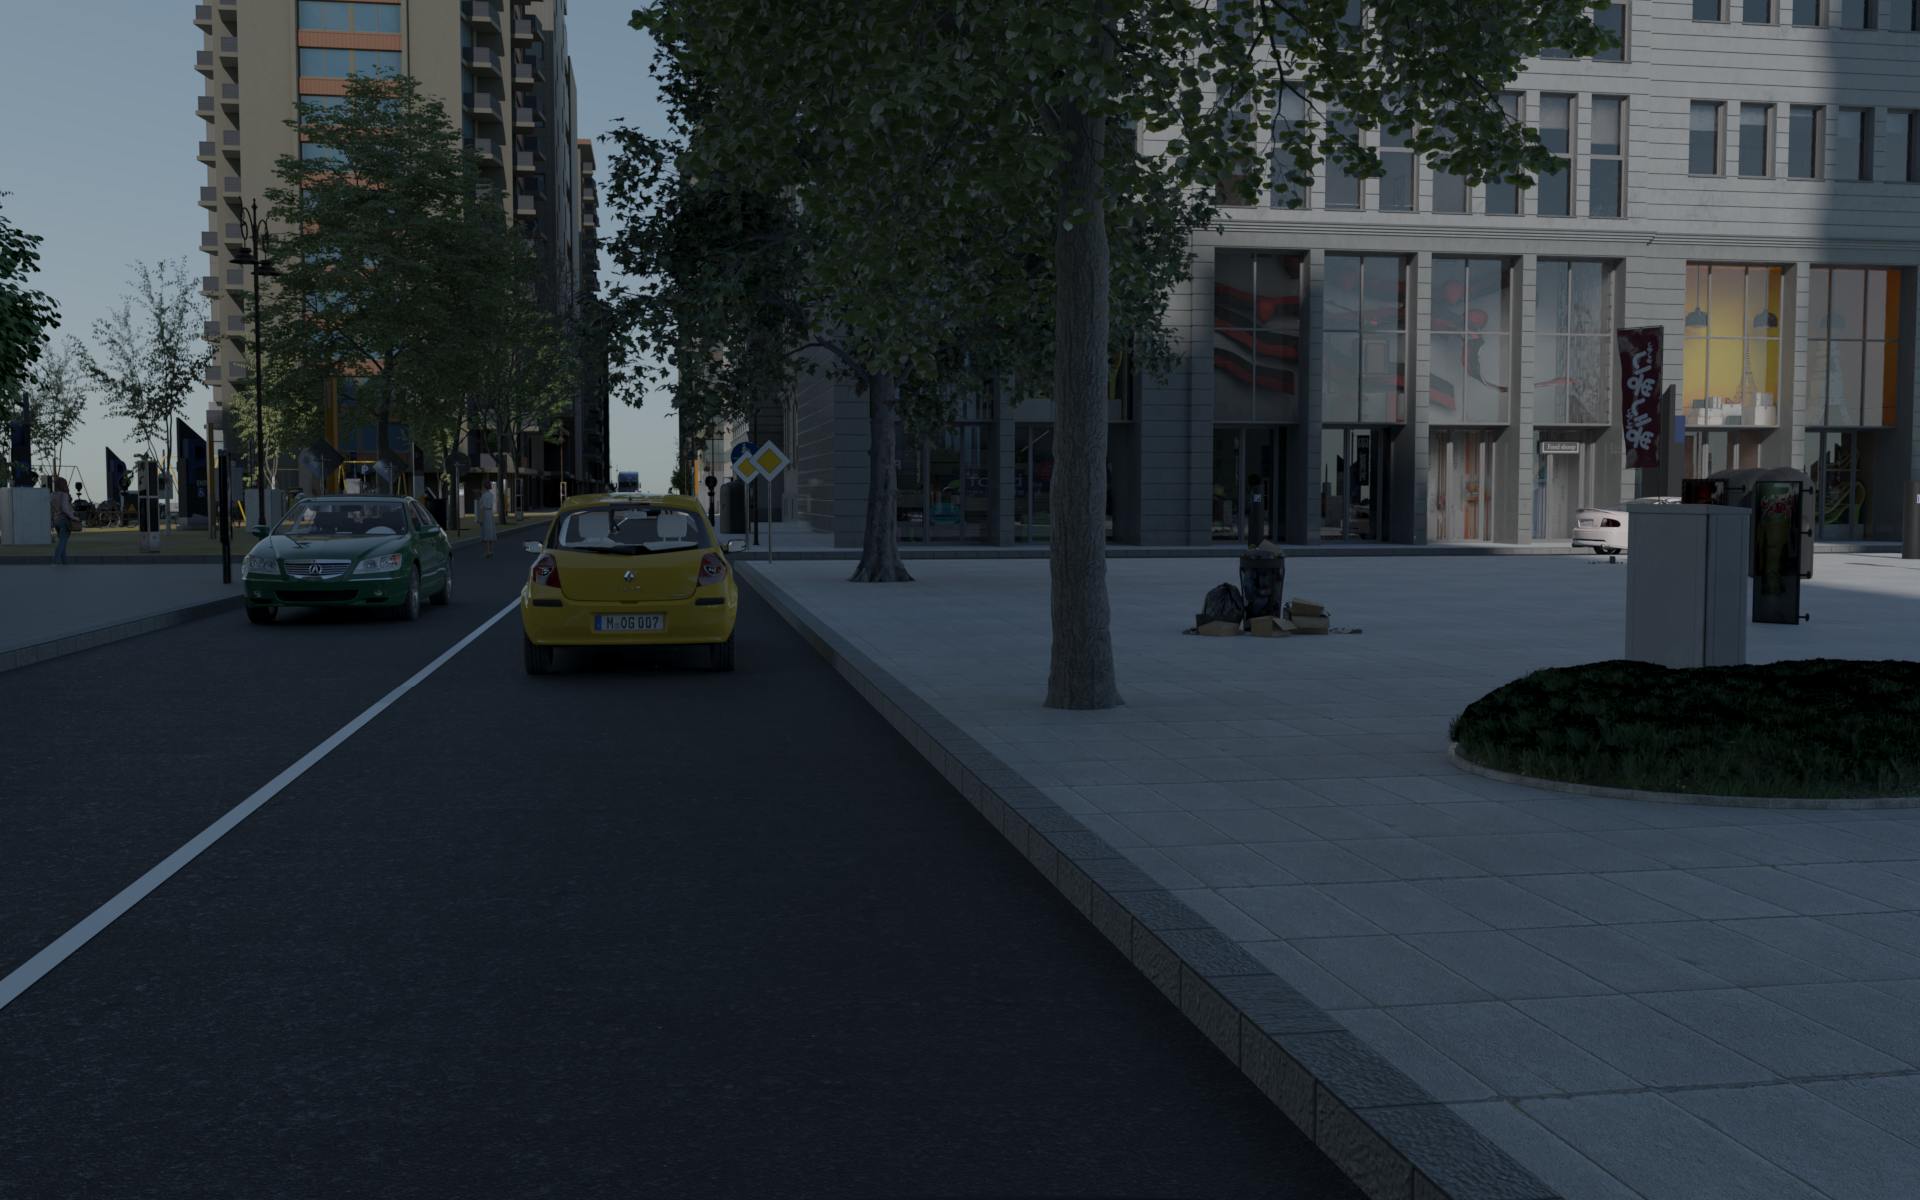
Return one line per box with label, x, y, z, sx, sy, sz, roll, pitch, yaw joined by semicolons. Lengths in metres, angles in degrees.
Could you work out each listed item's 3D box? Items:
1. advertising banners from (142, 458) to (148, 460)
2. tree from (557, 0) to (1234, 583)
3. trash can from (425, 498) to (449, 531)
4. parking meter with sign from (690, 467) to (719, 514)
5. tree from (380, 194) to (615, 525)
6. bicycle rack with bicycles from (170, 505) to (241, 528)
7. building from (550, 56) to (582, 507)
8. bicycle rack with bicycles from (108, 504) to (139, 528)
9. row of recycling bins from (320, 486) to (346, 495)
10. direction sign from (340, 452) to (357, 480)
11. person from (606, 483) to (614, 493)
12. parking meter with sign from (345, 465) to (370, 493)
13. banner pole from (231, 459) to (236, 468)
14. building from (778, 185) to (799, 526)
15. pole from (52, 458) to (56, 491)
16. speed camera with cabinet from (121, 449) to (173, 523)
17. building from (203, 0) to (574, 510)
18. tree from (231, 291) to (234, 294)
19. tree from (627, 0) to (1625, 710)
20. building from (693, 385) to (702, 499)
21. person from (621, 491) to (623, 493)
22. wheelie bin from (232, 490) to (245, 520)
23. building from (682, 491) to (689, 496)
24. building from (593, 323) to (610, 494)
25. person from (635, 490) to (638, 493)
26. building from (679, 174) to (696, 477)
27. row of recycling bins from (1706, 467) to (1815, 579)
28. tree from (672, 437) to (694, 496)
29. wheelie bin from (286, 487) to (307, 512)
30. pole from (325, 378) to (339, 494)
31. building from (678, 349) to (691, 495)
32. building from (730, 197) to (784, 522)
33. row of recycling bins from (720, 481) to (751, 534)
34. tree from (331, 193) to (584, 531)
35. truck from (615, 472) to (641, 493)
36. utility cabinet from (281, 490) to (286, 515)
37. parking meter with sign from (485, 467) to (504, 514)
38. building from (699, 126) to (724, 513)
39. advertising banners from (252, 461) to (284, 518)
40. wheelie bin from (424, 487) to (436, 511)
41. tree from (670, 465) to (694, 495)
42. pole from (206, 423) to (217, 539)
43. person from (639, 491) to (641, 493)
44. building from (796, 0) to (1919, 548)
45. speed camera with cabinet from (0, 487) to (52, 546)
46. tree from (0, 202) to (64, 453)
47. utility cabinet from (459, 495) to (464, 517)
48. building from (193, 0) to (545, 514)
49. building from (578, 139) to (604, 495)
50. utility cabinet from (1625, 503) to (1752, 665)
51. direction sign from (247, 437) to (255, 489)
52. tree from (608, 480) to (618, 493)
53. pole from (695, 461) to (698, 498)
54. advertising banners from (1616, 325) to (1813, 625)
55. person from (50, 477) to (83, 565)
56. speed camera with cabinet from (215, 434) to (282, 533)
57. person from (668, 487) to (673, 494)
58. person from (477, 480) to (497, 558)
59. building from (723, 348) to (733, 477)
advertising banners;-37.065;-5.001;77.961;0.090;3.025;2.074;0;4;6
tree;-1.047;-6.618;25.213;9.611;12.733;9.660;0;3;0
trash can;-17.426;-2.818;57.734;0.748;1.137;0.748;0;3;0
parking meter with sign;-16.317;-7.008;110.838;1.738;3.016;0.543;1;4;8
tree;-19.319;-9.896;72.164;12.009;13.543;11.850;0;3;0
bicycle rack with bicycles;-28.229;-3.162;65.085;2.852;0.926;2.925;2;4;25
building;-45.462;-32.003;173.360;14.600;45.320;14.200;-1;4;-10
bicycle rack with bicycles;-32.148;-3.166;65.148;2.852;0.926;2.925;3;4;37
row of recycling bins;-33.106;-5.116;90.759;3.534;1.692;1.069;1;4;16
direction sign;-32.895;-6.192;93.229;0.876;3.537;0.379;-1;4;-12
person;-12.327;-3.241;61.505;0.620;1.820;0.660;-1;4;-8
parking meter with sign;-30.413;-5.540;86.844;1.738;3.016;0.543;-1;4;-14
banner pole;-45.325;-7.187;107.532;0.863;3.779;0.401;-1;4;-16
building;0.050;-17.090;66.814;14.401;28.519;23.554;-1;4;-10
pole;-51.283;-6.379;98.141;0.158;3.312;0.155;0;3;0
speed camera with cabinet;-35.867;-5.018;76.385;2.038;3.252;0.660;0;4;-7
building;-48.346;-34.387;151.462;28.713;52.752;27.495;-1;4;-10
tree;-15.126;-7.847;46.428;7.486;12.596;7.792;0;3;0
tree;0.897;-5.602;9.713;7.486;12.596;7.792;0;3;0
building;-12.918;-20.266;176.388;27.650;21.520;28.899;-1;4;-10
person;-32.182;-9.489;164.582;0.756;1.711;0.436;2;4;24
wheelie bin;-36.250;-4.840;87.040;0.693;1.594;0.980;1;4;17
building;-29.586;-49.452;246.789;20.563;71.187;20.611;-1;4;-10
building;-59.608;-29.754;258.175;14.160;30.474;14.107;-1;4;-10
person;-25.844;-7.914;138.422;0.617;1.759;0.750;0;4;-7
building;-24.951;-34.784;223.337;22.147;44.769;28.867;-1;4;-10
row of recycling bins;12.636;-1.256;27.651;1.069;1.692;3.534;0;4;8
tree;-32.205;-15.600;205.426;4.360;8.622;3.978;0;3;0
wheelie bin;-31.034;-4.471;81.001;0.980;1.594;0.693;0;4;-7
pole;-11.111;-2.252;30.670;0.158;3.312;0.155;0;3;0
building;-35.912;-30.142;264.521;14.160;30.474;14.107;-1;4;-10
building;-6.538;-14.579;87.525;9.793;20.994;18.267;-1;4;-10
row of recycling bins;-7.423;-3.064;57.214;1.069;1.692;3.534;0;4;-6
tree;-18.006;-8.267;60.918;9.928;11.665;9.643;0;3;0
truck;-40.465;-13.627;212.560;2.967;4.110;18.799;-1;4;-9
utility cabinet;-41.259;-5.871;104.677;1.173;1.500;0.318;2;4;31
parking meter with sign;-29.660;-6.928;109.541;1.738;3.016;0.543;0;4;-8
building;-11.685;-21.600;124.864;14.160;30.474;14.107;-1;4;-10
advertising banners;-37.058;-5.895;92.572;0.090;3.025;2.074;2;4;32
wheelie bin;-24.835;-4.460;80.823;0.693;1.594;0.980;-1;4;-9
tree;-31.452;-13.032;196.794;4.285;4.588;4.351;0;3;0
pole;-21.463;-3.413;49.639;0.158;3.312;0.155;0;3;0
person;-32.143;-10.140;174.739;0.568;1.767;0.683;1;4;16
building;10.603;-16.545;48.005;29.804;29.767;11.434;-1;4;-10
speed camera with cabinet;-23.562;-2.953;42.625;0.660;3.252;2.038;2;4;34
tree;-10.258;-1.995;16.334;4.285;4.588;4.351;0;3;0
utility cabinet;-27.831;-5.174;95.755;0.306;1.237;1.020;1;4;20
building;-41.381;-28.705;123.958;22.147;44.769;28.867;-1;4;-10
building;-54.732;-33.798;207.214;22.147;44.769;28.867;-1;4;-10
utility cabinet;4.661;0.002;11.132;0.306;1.237;1.020;0;4;-6
direction sign;-28.106;-4.692;68.709;0.379;3.537;0.876;-3;4;-39
tree;-47.726;-14.877;237.834;1.663;3.219;1.824;0;3;0
pole;-15.853;-6.752;104.239;0.158;3.312;0.155;0;3;0
advertising banners;7.605;-1.310;17.605;0.090;3.025;2.074;-3;5;-40
person;-16.597;-1.400;31.980;0.593;1.750;0.643;2;4;28
speed camera with cabinet;-23.330;-3.818;56.755;2.038;3.252;0.660;1;4;10
person;-15.656;-5.166;93.138;0.473;1.802;0.592;2;4;33
person;-10.722;-1.832;39.015;0.524;1.755;0.480;1;4;12
building;-8.962;-15.369;106.042;10.420;20.320;16.860;-1;4;-10
